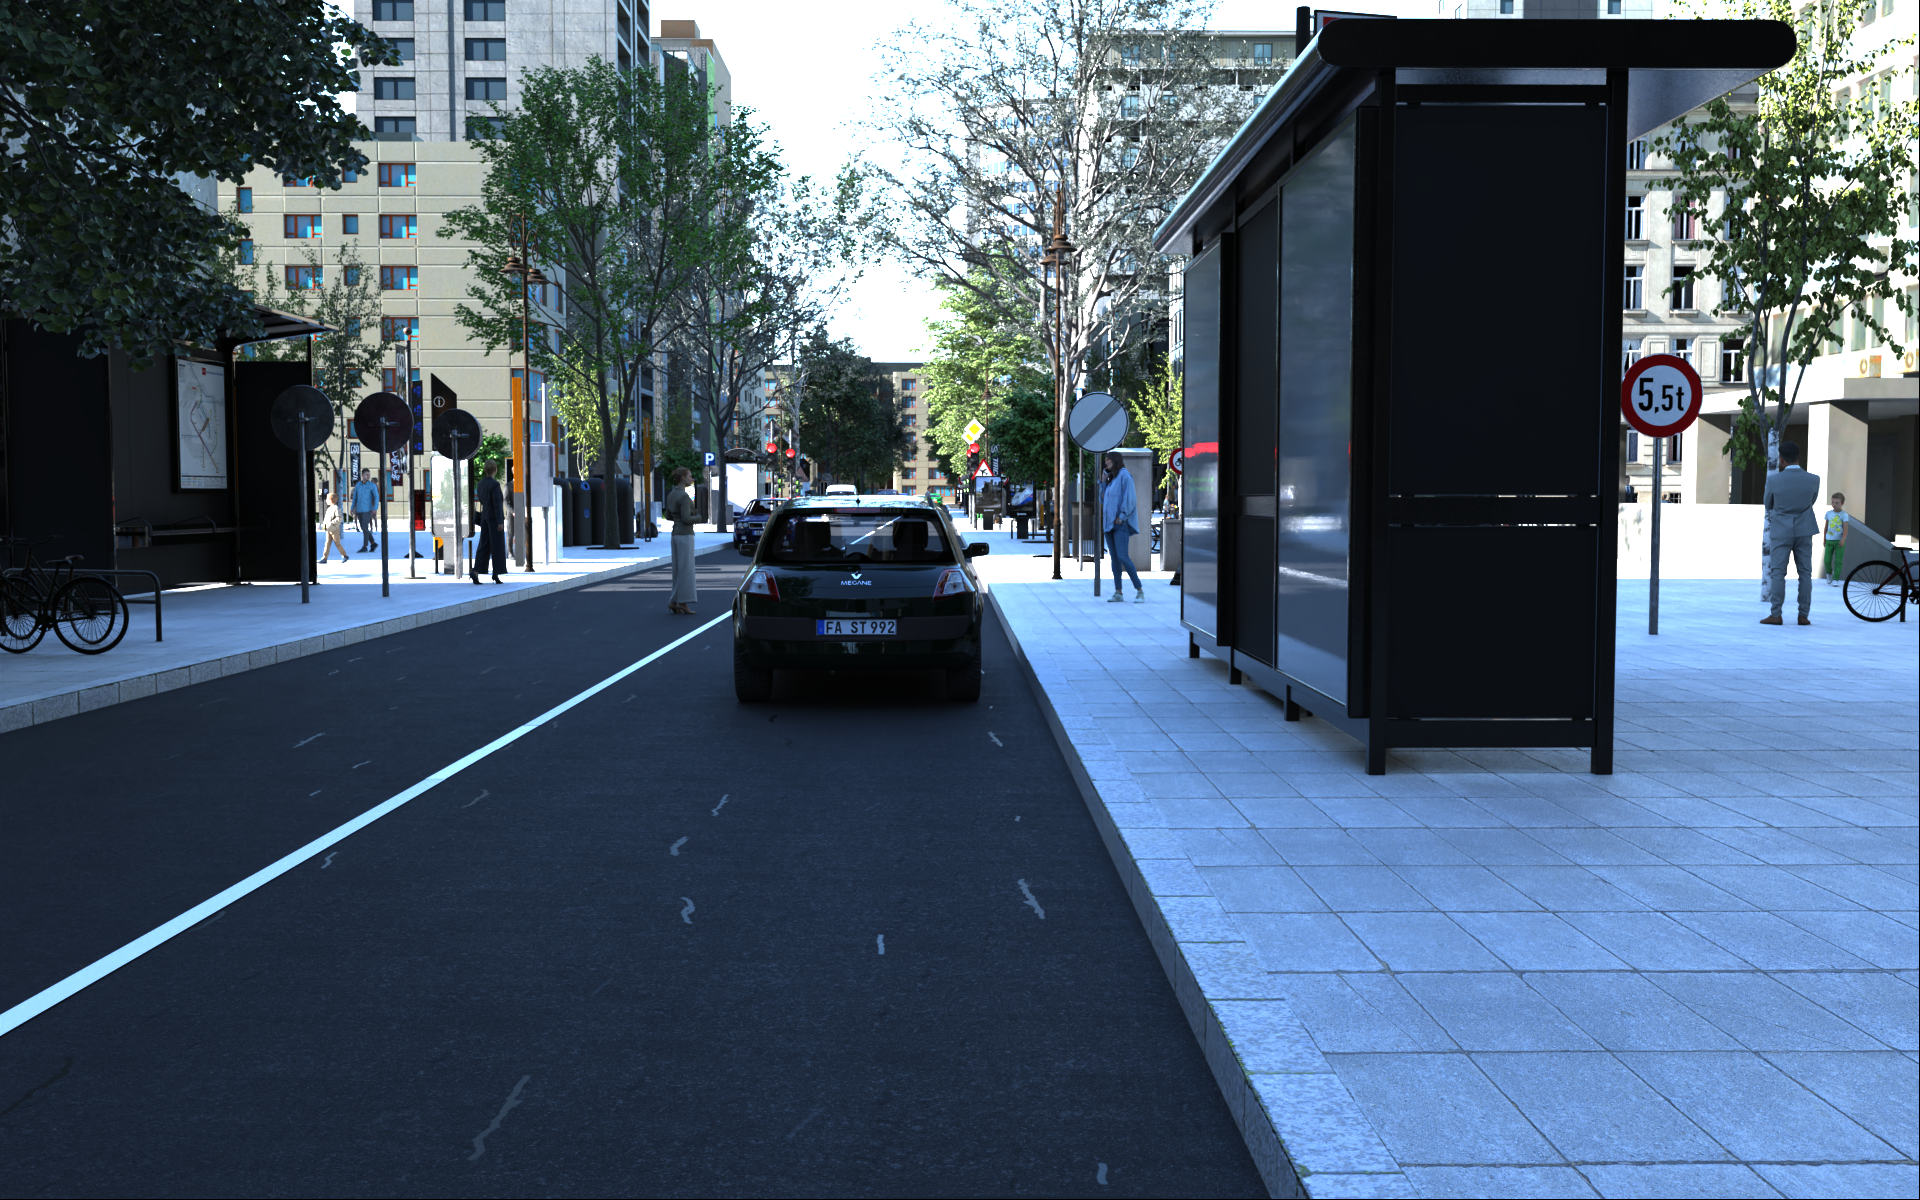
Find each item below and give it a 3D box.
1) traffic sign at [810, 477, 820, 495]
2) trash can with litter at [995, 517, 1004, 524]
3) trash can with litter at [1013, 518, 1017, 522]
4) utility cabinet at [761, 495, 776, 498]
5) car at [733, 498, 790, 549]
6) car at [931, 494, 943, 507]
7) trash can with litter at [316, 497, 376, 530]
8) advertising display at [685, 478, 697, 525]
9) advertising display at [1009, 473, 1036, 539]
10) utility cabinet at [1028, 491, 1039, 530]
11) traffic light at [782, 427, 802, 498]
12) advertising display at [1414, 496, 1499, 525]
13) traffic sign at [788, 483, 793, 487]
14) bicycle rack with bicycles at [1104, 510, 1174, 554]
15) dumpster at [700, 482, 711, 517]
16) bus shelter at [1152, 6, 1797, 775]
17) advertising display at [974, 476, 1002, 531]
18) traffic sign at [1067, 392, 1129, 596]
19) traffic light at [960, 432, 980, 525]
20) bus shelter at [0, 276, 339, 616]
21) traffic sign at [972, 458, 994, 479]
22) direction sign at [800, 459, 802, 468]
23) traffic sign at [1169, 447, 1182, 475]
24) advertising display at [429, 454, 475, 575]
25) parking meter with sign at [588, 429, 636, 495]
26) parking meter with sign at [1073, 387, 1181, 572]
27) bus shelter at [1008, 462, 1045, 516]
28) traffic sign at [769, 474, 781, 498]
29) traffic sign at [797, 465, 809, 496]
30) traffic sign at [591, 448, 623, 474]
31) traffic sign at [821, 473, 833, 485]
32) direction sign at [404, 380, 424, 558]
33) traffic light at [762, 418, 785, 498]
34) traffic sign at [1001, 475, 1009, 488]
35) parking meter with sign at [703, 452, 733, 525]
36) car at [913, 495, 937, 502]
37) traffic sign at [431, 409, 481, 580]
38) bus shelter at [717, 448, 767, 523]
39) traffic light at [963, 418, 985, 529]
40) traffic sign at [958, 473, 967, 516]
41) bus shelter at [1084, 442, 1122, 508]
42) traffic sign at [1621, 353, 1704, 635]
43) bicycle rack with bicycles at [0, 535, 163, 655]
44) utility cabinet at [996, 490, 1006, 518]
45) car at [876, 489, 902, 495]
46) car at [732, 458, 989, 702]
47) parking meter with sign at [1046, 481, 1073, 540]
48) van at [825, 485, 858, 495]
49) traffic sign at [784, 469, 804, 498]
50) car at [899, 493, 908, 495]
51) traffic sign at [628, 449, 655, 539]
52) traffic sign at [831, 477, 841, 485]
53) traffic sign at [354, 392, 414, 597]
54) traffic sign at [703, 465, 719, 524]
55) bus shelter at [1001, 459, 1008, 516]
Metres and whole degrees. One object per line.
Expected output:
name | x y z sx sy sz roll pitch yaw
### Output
traffic sign | -10.711 -7.864 128.576 0.884 2.594 0.081 1 4 9
trash can with litter | 1.515 -3.890 74.984 0.624 1.170 1.055 -3 4 -37
trash can with litter | 2.645 -4.178 79.705 0.624 1.170 1.055 1 4 13
utility cabinet | -10.252 -4.975 92.502 0.306 1.237 1.020 2 4 27
car | -5.069 -2.090 46.748 1.945 1.354 3.894 0 4 1
car | -2.770 -10.884 186.744 1.959 1.807 4.718 0 4 -1
trash can with litter | -22.117 -3.120 62.074 2.233 1.210 1.678 -1 4 -21
advertising display | -11.170 -4.080 71.926 0.123 1.923 0.974 -2 4 -32
advertising display | 1.784 -2.696 49.292 0.123 1.923 0.974 -3 5 -44
utility cabinet | 2.561 -3.216 61.254 0.318 1.500 1.173 0 4 -3
traffic light | -7.029 -5.100 72.310 0.839 4.253 0.868 0 4 -1
advertising display | 5.353 -0.831 18.806 0.974 1.923 0.123 3 4 36
traffic sign | -12.633 -8.032 131.334 0.884 2.594 0.081 0 4 5
bicycle rack with bicycles | 4.459 -1.492 37.779 2.925 0.926 2.852 -1 4 -11
dumpster | -11.628 -4.609 81.113 1.264 1.857 1.865 0 4 -1
bus shelter | 2.608 -2.103 12.013 2.179 5.291 8.768 0 4 -1
advertising display | 0.992 -3.412 60.997 0.974 1.923 0.123 -1 4 -11
traffic sign | 1.725 -1.319 21.670 0.768 2.556 0.104 0 4 8
traffic light | 0.431 -5.106 72.411 0.839 4.253 0.868 0 4 -1
bus shelter | -9.539 -1.839 21.357 1.731 3.624 6.357 0 4 -1
traffic sign | 0.853 -3.830 62.624 0.884 2.594 0.081 0 4 0
direction sign | -10.339 -7.250 110.536 0.876 3.537 0.379 0 4 2
traffic sign | 6.000 -2.848 46.671 0.768 2.556 0.104 0 3 0
advertising display | -8.110 -1.374 27.674 0.974 1.923 0.123 3 4 36
parking meter with sign | -9.698 -3.102 46.971 1.738 3.016 0.543 0 4 3
parking meter with sign | 2.822 -1.977 28.586 1.738 3.016 0.543 0 4 -5
bus shelter | 3.633 -6.070 90.531 1.731 3.624 6.357 0 4 -1
traffic sign | -11.496 -6.612 108.110 0.884 2.594 0.081 0 4 8
traffic sign | -7.272 -4.805 78.565 0.884 2.594 0.081 0 4 0
traffic sign | -9.361 -2.806 45.890 0.884 2.594 0.081 1 4 8
traffic sign | -8.076 -6.411 104.928 0.768 2.556 0.104 0 4 8
direction sign | -11.007 -2.618 34.802 0.876 3.537 0.379 3 5 43
traffic light | -6.939 -4.612 64.326 0.839 4.253 0.868 0 4 -1
traffic sign | 2.378 -6.008 98.335 0.768 2.556 0.104 0 4 4
parking meter with sign | -10.005 -4.633 72.014 0.543 3.016 1.738 -3 4 -38
car | -2.423 -5.585 103.679 2.083 1.381 4.827 0 4 1
traffic sign | -7.532 -1.576 25.877 0.768 2.556 0.104 0 4 7
bus shelter | -9.668 -5.172 78.484 2.014 3.302 5.546 0 4 -1
traffic light | 0.522 -4.618 64.426 0.839 4.253 0.868 0 4 -1
traffic sign | 0.285 -6.236 102.059 0.768 2.556 0.104 1 4 8
bus shelter | 4.406 -4.116 58.585 1.731 3.624 6.357 0 4 -1
traffic sign | 6.333 -0.956 15.742 0.768 2.556 0.104 0 4 0
bicycle rack with bicycles | -7.981 -0.058 14.329 2.925 0.926 2.852 1 4 20
utility cabinet | 1.990 -5.124 92.451 0.318 1.500 1.173 3 5 40
car | -5.479 -7.449 130.460 2.281 1.827 5.304 0 4 1
car | -0.749 -0.219 13.361 2.009 1.686 4.222 0 4 -2
parking meter with sign | 3.112 -3.203 48.636 1.738 3.016 0.543 3 5 40
van | -5.294 -4.299 77.294 2.013 2.044 4.112 0 4 -2
traffic sign | -7.409 -4.721 77.189 0.884 2.594 0.081 0 4 2
car | -5.884 -10.189 176.178 1.945 1.707 3.694 0 4 0
traffic sign | -9.074 -3.014 49.380 0.768 2.556 0.104 0 4 3
traffic sign | -9.268 -7.925 129.571 0.884 2.594 0.081 0 3 0
traffic sign | -7.183 -1.314 21.586 0.768 2.556 0.104 0 4 5
traffic sign | -10.586 -4.501 73.700 0.768 2.556 0.104 0 4 7
bus shelter | 2.974 -6.797 102.415 1.731 3.624 6.357 0 4 0
